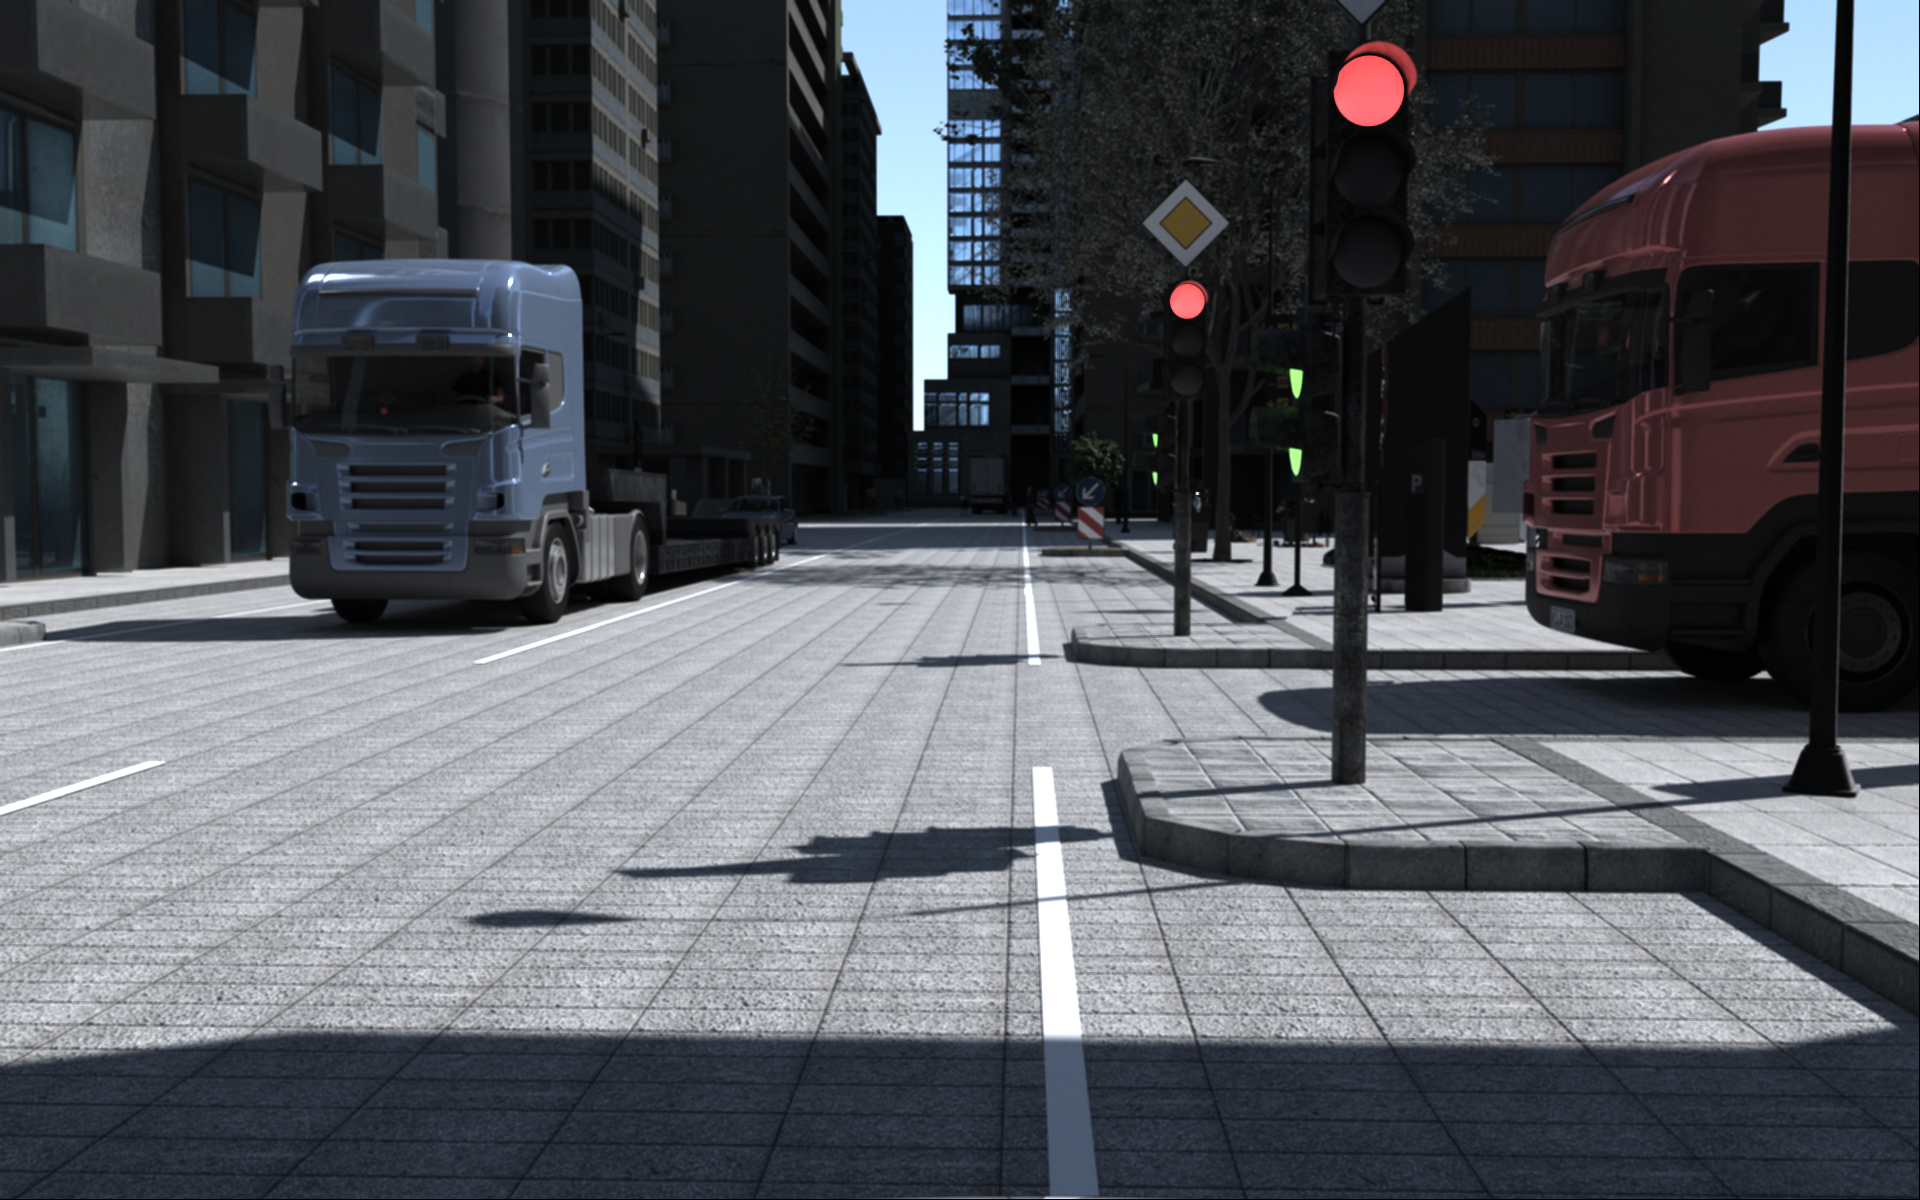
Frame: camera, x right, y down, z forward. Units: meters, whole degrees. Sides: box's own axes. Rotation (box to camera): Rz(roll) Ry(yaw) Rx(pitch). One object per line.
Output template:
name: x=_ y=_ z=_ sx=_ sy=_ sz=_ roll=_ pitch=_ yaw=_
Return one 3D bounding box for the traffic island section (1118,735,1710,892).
traffic island section: x=1.752 y=0.891 z=7.717 sx=2.009 sy=0.180 sz=2.903 roll=0 pitch=4 yaw=2

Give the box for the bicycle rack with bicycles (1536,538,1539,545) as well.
bicycle rack with bicycles: x=11.497 y=-0.952 z=28.955 sx=2.852 sy=0.926 sz=2.925 roll=-2 pitch=4 yaw=-31

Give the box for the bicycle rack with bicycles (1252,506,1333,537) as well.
bicycle rack with bicycles: x=10.102 y=-2.435 z=53.201 sx=2.852 sy=0.926 sz=2.925 roll=0 pitch=4 yaw=5

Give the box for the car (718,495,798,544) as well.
car: x=-5.638 y=-2.221 z=48.320 sx=2.014 sy=1.417 sz=4.499 roll=0 pitch=4 yaw=4

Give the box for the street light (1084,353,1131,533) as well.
street light: x=4.950 y=-5.187 z=57.349 sx=1.470 sy=5.913 sz=1.316 roll=0 pitch=4 yaw=2

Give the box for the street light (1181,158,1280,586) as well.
street light: x=3.758 y=-3.151 z=24.067 sx=1.470 sy=5.913 sz=1.316 roll=0 pitch=4 yaw=2

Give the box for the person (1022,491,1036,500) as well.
person: x=5.943 y=-8.614 z=149.426 sx=1.348 sy=1.812 sz=0.705 roll=2 pitch=4 yaw=26

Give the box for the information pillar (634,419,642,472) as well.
information pillar: x=-10.079 y=-3.848 z=54.276 sx=0.183 sy=3.616 sz=0.504 roll=0 pitch=4 yaw=7

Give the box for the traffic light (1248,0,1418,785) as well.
traffic light: x=1.712 y=-1.143 z=7.605 sx=0.839 sy=4.253 sz=0.868 roll=0 pitch=4 yaw=2

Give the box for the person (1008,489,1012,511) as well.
person: x=4.326 y=-8.526 z=147.899 sx=0.705 sy=1.824 sz=1.348 roll=-1 pitch=4 yaw=-16

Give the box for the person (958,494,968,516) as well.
person: x=0.181 y=-6.283 z=114.423 sx=0.799 sy=1.438 sz=0.628 roll=1 pitch=4 yaw=17

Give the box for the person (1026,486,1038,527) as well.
person: x=3.089 y=-4.080 z=75.629 sx=0.534 sy=1.772 sz=0.576 roll=-3 pitch=5 yaw=-41

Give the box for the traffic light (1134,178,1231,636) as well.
traffic light: x=1.995 y=-1.631 z=15.585 sx=0.839 sy=4.253 sz=0.868 roll=0 pitch=4 yaw=2

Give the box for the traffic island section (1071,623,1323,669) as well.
traffic island section: x=2.034 y=0.403 z=15.697 sx=2.009 sy=0.180 sz=2.903 roll=0 pitch=4 yaw=2

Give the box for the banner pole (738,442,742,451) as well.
banner pole: x=-10.590 y=-5.701 z=83.224 sx=0.401 sy=3.779 sz=0.863 roll=0 pitch=4 yaw=5

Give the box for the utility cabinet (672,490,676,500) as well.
utility cabinet: x=-13.893 y=-4.594 z=83.791 sx=0.318 sy=1.500 sz=1.173 roll=0 pitch=4 yaw=-6

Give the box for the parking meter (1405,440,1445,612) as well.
parking meter: x=5.094 y=-0.813 z=19.003 sx=0.255 sy=1.863 sz=0.399 roll=-2 pitch=4 yaw=-24

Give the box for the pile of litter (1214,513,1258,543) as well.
pile of litter: x=7.409 y=-1.990 z=46.500 sx=1.176 sy=0.858 sz=1.719 roll=1 pitch=4 yaw=11

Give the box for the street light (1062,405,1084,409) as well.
street light: x=6.045 y=-7.223 z=90.635 sx=1.470 sy=5.913 sz=1.316 roll=0 pitch=4 yaw=2

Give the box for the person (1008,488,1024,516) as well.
person: x=3.631 y=-6.483 z=114.504 sx=1.348 sy=1.822 sz=0.705 roll=-3 pitch=4 yaw=-39

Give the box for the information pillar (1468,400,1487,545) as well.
information pillar: x=12.867 y=-3.166 z=43.113 sx=0.504 sy=3.616 sz=0.183 roll=-1 pitch=4 yaw=-23

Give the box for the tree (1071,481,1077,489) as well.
tree: x=6.705 y=-6.042 z=93.396 sx=1.663 sy=3.219 sz=1.824 roll=0 pitch=3 yaw=0

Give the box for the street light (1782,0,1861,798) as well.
street light: x=3.188 y=-2.128 z=7.342 sx=1.470 sy=5.913 sz=1.316 roll=0 pitch=4 yaw=2

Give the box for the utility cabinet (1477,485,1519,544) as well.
utility cabinet: x=13.579 y=-2.155 z=43.908 sx=1.173 sy=1.500 sz=0.318 roll=-1 pitch=4 yaw=-16

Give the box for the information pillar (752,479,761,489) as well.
information pillar: x=-9.713 y=-4.783 z=82.692 sx=0.304 sy=2.012 sz=0.304 roll=2 pitch=4 yaw=35

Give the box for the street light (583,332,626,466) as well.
street light: x=-10.241 y=-4.719 z=49.695 sx=1.470 sy=5.913 sz=1.316 roll=0 pitch=4 yaw=2

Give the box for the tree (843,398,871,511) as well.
tree: x=-8.951 y=-11.126 z=132.273 sx=4.360 sy=8.622 sz=3.978 roll=0 pitch=3 yaw=0

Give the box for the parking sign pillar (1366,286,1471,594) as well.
parking sign pillar: x=6.022 y=-2.102 z=22.838 sx=1.447 sy=3.967 sz=1.447 roll=1 pitch=4 yaw=14

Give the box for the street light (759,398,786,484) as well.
street light: x=-9.115 y=-6.804 z=83.780 sx=1.470 sy=5.913 sz=1.316 roll=0 pitch=4 yaw=2

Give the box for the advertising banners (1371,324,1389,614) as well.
advertising banners: x=4.591 y=-1.392 z=18.944 sx=0.090 sy=3.025 sz=2.074 roll=1 pitch=4 yaw=12

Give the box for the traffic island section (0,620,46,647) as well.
traffic island section: x=-9.999 y=0.376 z=16.126 sx=2.009 sy=0.180 sz=2.903 roll=0 pitch=4 yaw=2

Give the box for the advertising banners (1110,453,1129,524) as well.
advertising banners: x=6.794 y=-4.754 z=73.917 sx=0.090 sy=3.025 sz=2.074 roll=2 pitch=4 yaw=28
